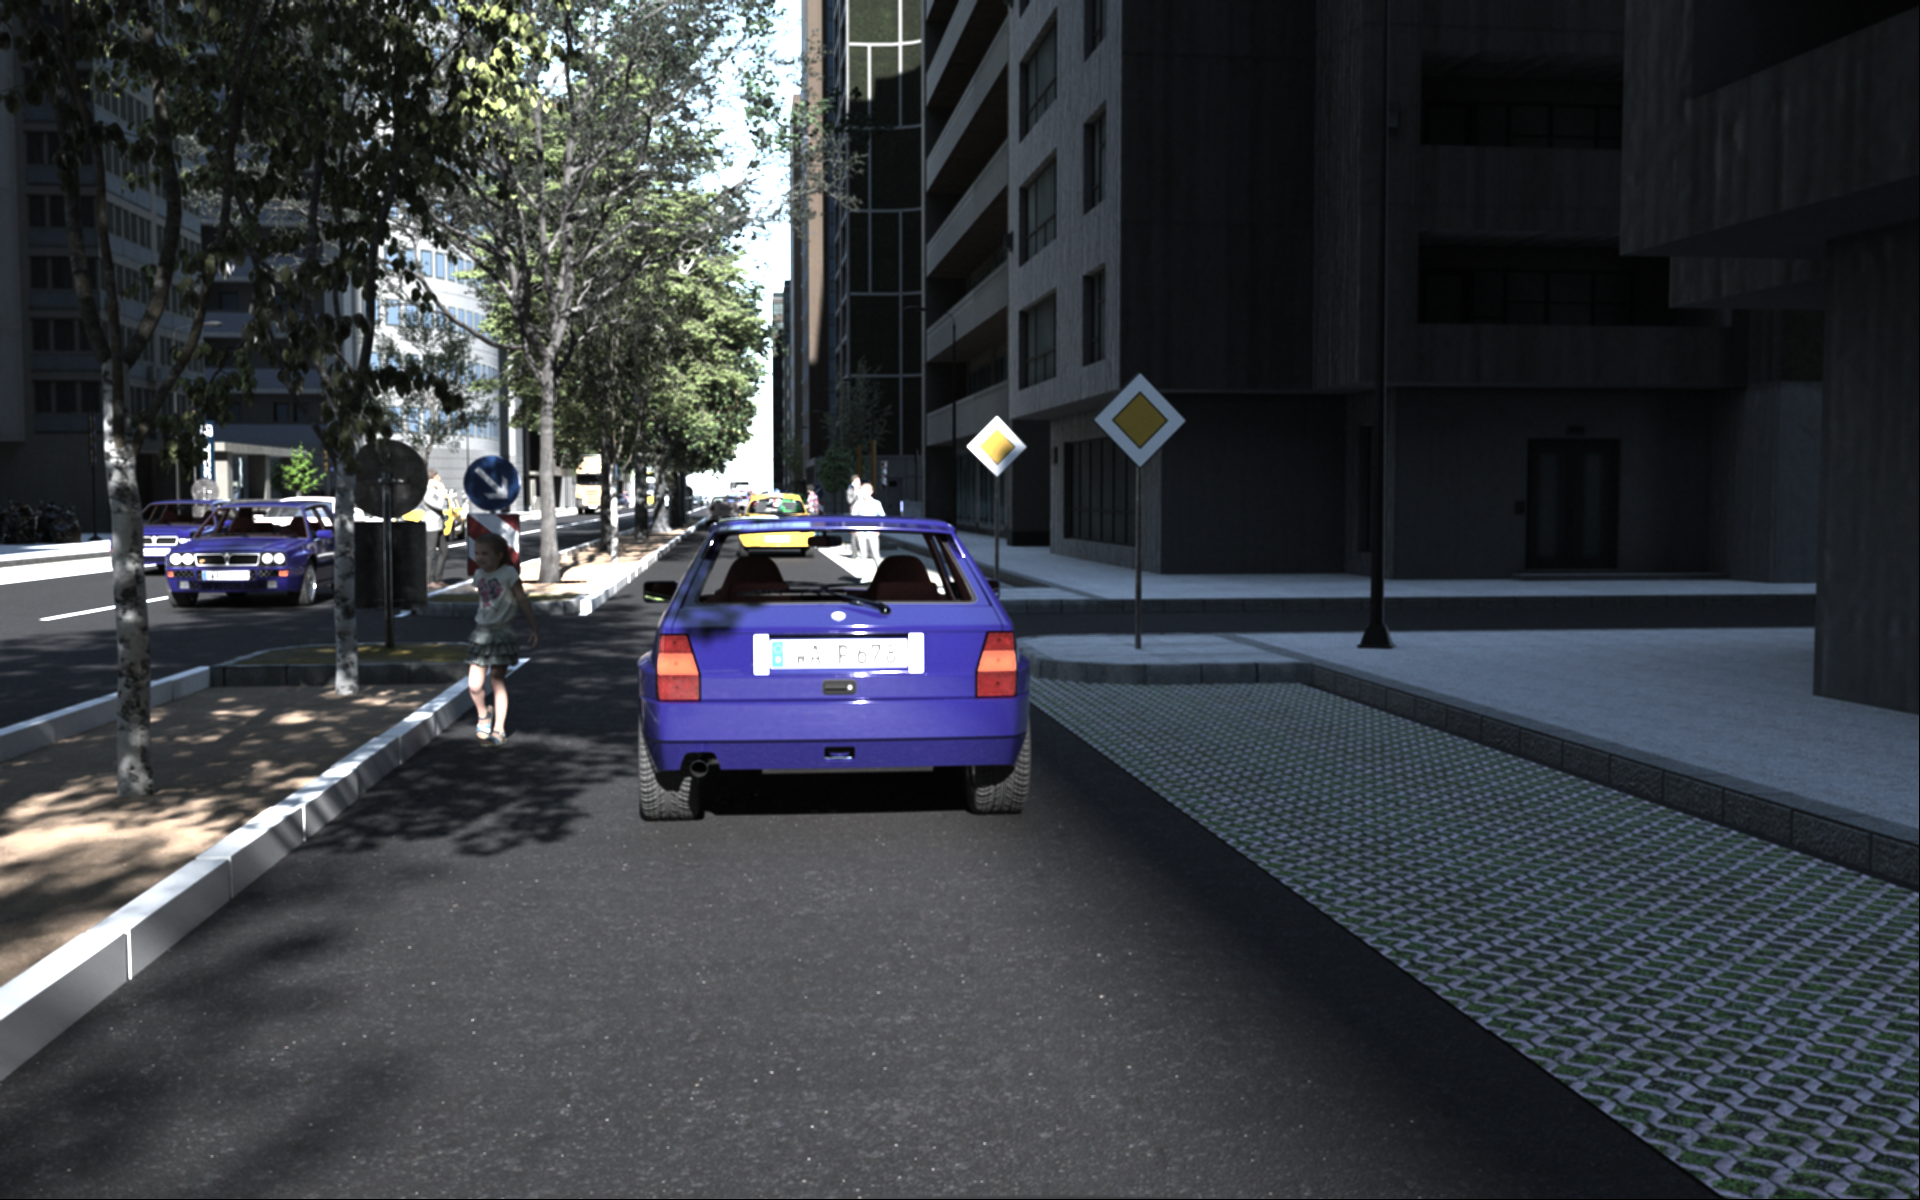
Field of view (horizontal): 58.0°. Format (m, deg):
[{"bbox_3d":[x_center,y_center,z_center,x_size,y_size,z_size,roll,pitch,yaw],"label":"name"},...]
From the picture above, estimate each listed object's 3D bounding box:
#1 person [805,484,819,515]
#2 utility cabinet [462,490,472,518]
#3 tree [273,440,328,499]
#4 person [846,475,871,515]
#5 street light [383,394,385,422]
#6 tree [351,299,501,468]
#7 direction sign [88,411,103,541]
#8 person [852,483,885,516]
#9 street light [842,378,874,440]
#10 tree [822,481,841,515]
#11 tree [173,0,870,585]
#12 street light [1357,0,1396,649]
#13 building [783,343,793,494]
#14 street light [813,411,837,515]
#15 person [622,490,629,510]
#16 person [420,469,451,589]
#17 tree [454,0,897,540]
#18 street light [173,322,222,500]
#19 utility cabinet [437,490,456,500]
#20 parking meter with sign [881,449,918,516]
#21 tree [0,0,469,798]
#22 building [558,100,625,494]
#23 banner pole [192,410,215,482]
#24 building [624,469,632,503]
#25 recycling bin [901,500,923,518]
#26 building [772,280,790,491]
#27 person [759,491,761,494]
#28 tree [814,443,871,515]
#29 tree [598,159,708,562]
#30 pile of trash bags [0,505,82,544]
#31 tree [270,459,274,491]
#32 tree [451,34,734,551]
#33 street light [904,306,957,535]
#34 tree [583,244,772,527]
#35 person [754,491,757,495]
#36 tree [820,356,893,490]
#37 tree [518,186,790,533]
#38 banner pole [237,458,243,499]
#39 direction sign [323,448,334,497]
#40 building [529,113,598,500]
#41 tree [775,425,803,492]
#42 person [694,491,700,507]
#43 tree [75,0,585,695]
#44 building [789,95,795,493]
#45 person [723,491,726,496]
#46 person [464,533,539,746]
[{"bbox_3d":[-4.374,-2.608,51.977,0.643,1.720,0.563,-1,4,-16],"label":"person"},{"bbox_3d":[-26.470,-5.154,92.953,0.318,1.500,1.173,0,4,-7],"label":"utility cabinet"},{"bbox_3d":[-23.548,-4.138,62.260,1.663,3.219,1.824,0,3,0],"label":"tree"},{"bbox_3d":[-2.145,-1.799,37.720,0.655,1.846,0.447,-2,4,-24],"label":"person"},{"bbox_3d":[-24.044,-6.208,74.034,1.470,5.913,1.316,0,4,-7],"label":"street light"},{"bbox_3d":[-26.137,-9.136,83.788,8.767,10.594,7.601,1,4,8],"label":"tree"},{"bbox_3d":[-23.812,-3.401,47.597,0.379,3.537,0.876,-1,4,-17],"label":"direction sign"},{"bbox_3d":[-1.447,-1.028,27.125,0.589,1.601,0.330,1,4,18],"label":"person"},{"bbox_3d":[-4.030,-5.933,69.549,1.470,5.913,1.316,0,4,-7],"label":"street light"},{"bbox_3d":[-8.068,-6.970,108.555,1.663,3.219,1.824,0,3,0],"label":"tree"},{"bbox_3d":[-6.620,-7.011,27.453,12.009,13.543,11.850,0,3,0],"label":"tree"},{"bbox_3d":[2.958,-2.554,14.293,1.470,5.913,1.316,0,4,-7],"label":"street light"},{"bbox_3d":[-7.630,-22.565,213.983,27.650,21.520,28.899,0,4,-7],"label":"building"},{"bbox_3d":[-7.510,-7.587,96.588,1.470,5.913,1.316,0,4,-7],"label":"street light"},{"bbox_3d":[-29.736,-8.884,154.197,0.568,1.767,0.683,3,5,40],"label":"person"},{"bbox_3d":[-7.971,-1.079,26.331,0.473,1.802,0.592,0,4,6],"label":"person"},{"bbox_3d":[-8.565,-11.871,52.438,12.611,20.169,13.585,0,3,0],"label":"tree"},{"bbox_3d":[-20.565,-4.538,46.736,1.470,5.913,1.316,0,4,-7],"label":"street light"},{"bbox_3d":[-26.925,-5.010,90.594,1.173,1.500,0.318,1,4,15],"label":"utility cabinet"},{"bbox_3d":[-2.514,-4.317,66.846,1.738,3.016,0.543,0,4,1],"label":"parking meter with sign"},{"bbox_3d":[-3.854,-3.357,7.704,4.360,8.622,3.978,0,3,0],"label":"tree"},{"bbox_3d":[-53.426,-36.163,214.968,21.300,48.544,21.600,0,4,-7],"label":"building"},{"bbox_3d":[-22.662,-3.780,51.815,0.863,3.779,0.401,0,4,6],"label":"banner pole"},{"bbox_3d":[-52.379,-28.355,235.300,14.160,30.474,14.107,0,4,-7],"label":"building"},{"bbox_3d":[-1.698,-2.962,60.990,0.722,1.027,0.722,0,4,-8],"label":"recycling bin"},{"bbox_3d":[-19.872,-29.131,247.991,14.160,30.474,14.107,0,4,-7],"label":"building"},{"bbox_3d":[-19.327,-9.730,168.108,1.217,1.766,0.721,1,4,22],"label":"person"},{"bbox_3d":[-7.025,-7.345,103.811,4.285,4.588,4.351,0,3,0],"label":"tree"},{"bbox_3d":[-7.200,-5.079,35.864,4.360,8.622,3.978,0,3,0],"label":"tree"},{"bbox_3d":[-24.596,-2.130,44.572,3.447,1.369,1.912,-3,4,-36],"label":"pile of trash bags"},{"bbox_3d":[-32.165,-5.362,82.263,1.663,3.219,1.824,0,3,0],"label":"tree"},{"bbox_3d":[-8.617,-7.454,42.453,7.486,12.596,7.792,0,3,0],"label":"tree"},{"bbox_3d":[-0.682,-4.312,43.049,1.470,5.913,1.316,0,4,-7],"label":"street light"},{"bbox_3d":[-12.239,-10.088,74.050,9.857,13.997,8.962,0,3,0],"label":"tree"},{"bbox_3d":[-26.670,-13.305,226.054,1.348,1.823,0.705,0,4,-3],"label":"person"},{"bbox_3d":[-5.697,-8.705,92.687,4.360,8.622,3.978,0,3,0],"label":"tree"},{"bbox_3d":[-11.086,-8.819,63.661,9.611,12.733,9.660,0,3,0],"label":"tree"},{"bbox_3d":[-35.289,-5.803,84.894,0.401,3.779,0.863,-3,4,-38],"label":"banner pole"},{"bbox_3d":[-24.109,-4.534,66.132,0.379,3.537,0.876,0,4,3],"label":"direction sign"},{"bbox_3d":[-50.883,-32.746,190.017,22.147,44.769,28.867,0,4,-7],"label":"building"},{"bbox_3d":[-17.089,-14.039,179.900,4.737,8.622,4.395,0,3,0],"label":"tree"},{"bbox_3d":[-28.861,-11.119,190.380,0.705,1.814,1.350,-2,4,-34],"label":"person"},{"bbox_3d":[-4.435,-3.638,12.308,4.737,8.622,4.395,0,3,0],"label":"tree"},{"bbox_3d":[-11.615,-33.086,191.072,14.600,45.320,14.200,0,4,-7],"label":"building"},{"bbox_3d":[-21.936,-9.308,161.618,0.436,1.711,0.756,0,4,7],"label":"person"},{"bbox_3d":[-2.615,0.217,9.962,0.505,1.210,0.382,1,4,18],"label":"person"}]
